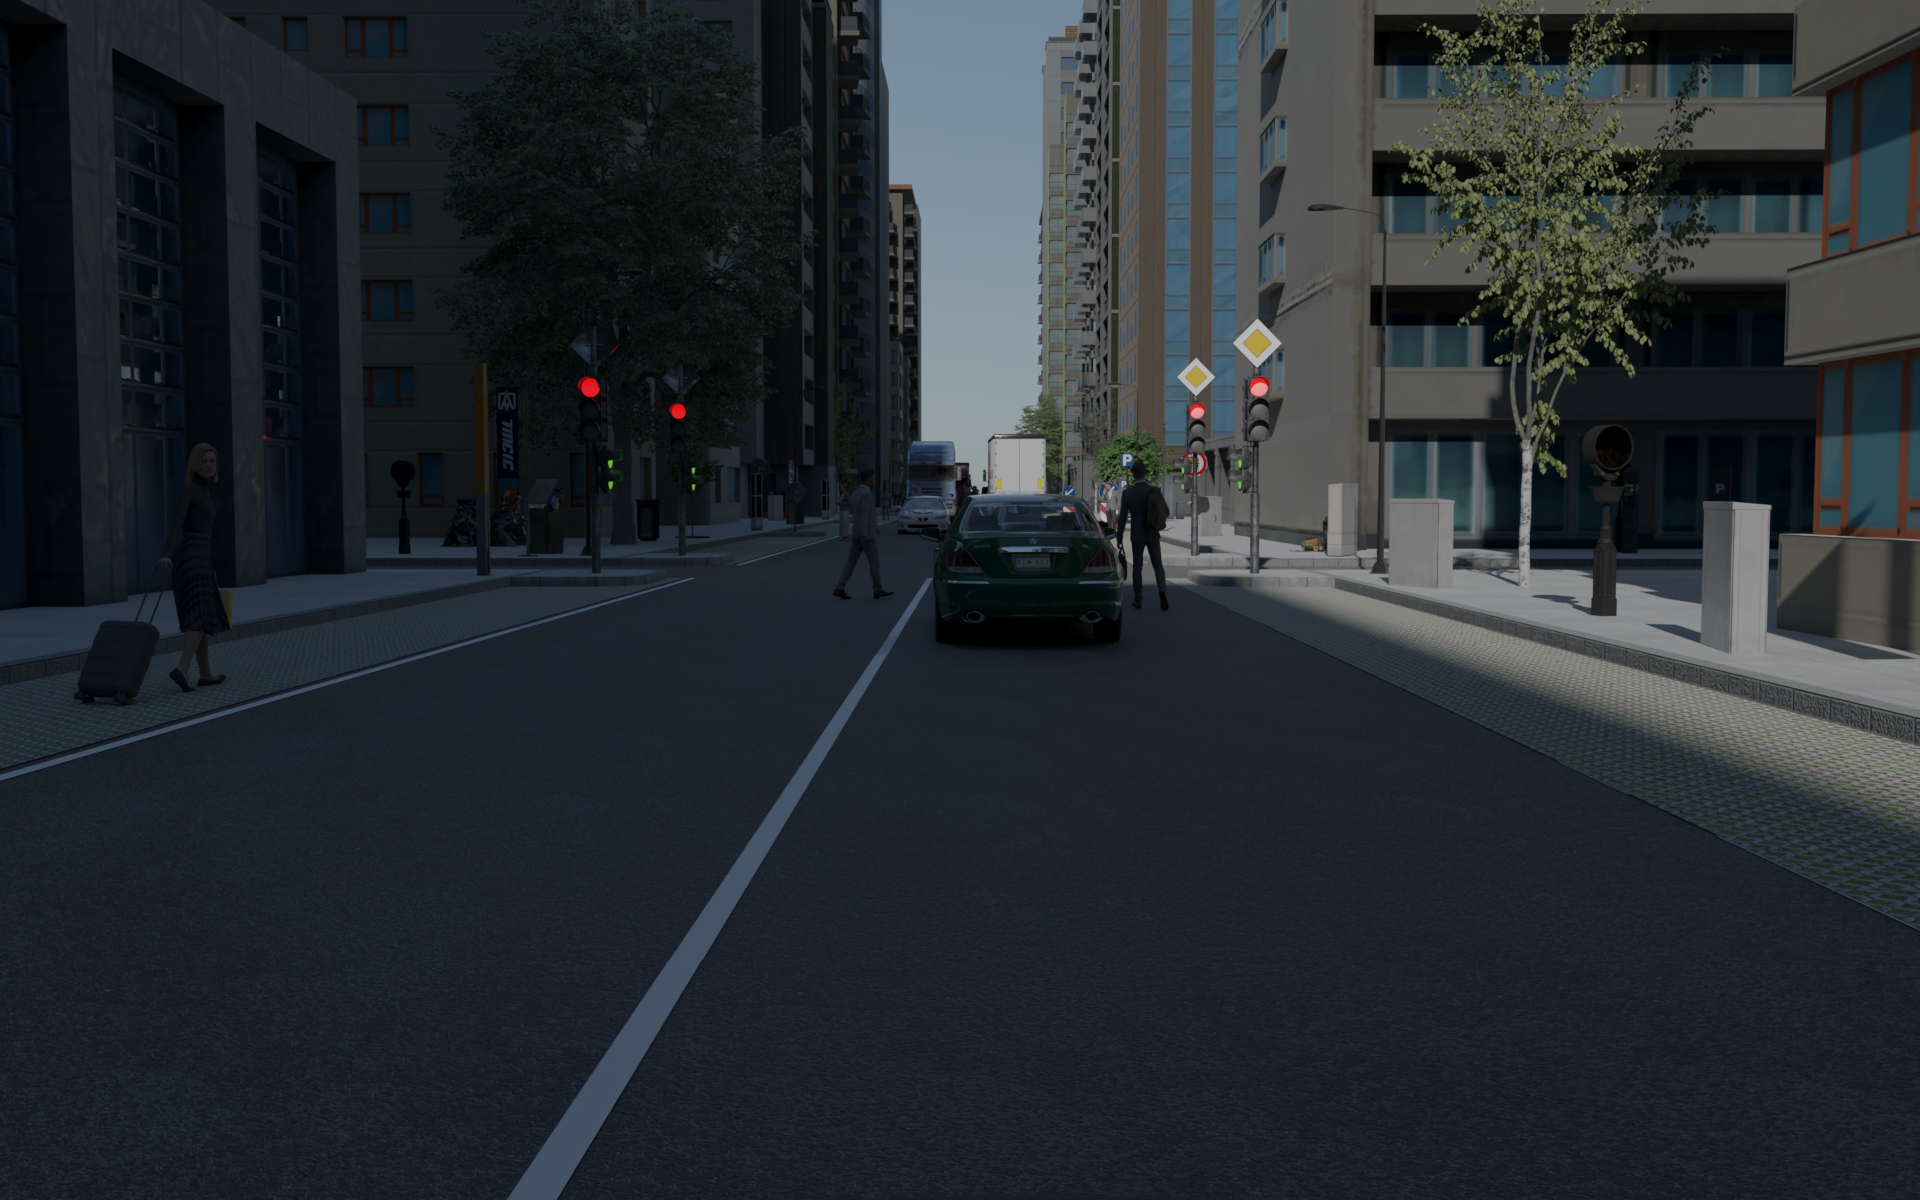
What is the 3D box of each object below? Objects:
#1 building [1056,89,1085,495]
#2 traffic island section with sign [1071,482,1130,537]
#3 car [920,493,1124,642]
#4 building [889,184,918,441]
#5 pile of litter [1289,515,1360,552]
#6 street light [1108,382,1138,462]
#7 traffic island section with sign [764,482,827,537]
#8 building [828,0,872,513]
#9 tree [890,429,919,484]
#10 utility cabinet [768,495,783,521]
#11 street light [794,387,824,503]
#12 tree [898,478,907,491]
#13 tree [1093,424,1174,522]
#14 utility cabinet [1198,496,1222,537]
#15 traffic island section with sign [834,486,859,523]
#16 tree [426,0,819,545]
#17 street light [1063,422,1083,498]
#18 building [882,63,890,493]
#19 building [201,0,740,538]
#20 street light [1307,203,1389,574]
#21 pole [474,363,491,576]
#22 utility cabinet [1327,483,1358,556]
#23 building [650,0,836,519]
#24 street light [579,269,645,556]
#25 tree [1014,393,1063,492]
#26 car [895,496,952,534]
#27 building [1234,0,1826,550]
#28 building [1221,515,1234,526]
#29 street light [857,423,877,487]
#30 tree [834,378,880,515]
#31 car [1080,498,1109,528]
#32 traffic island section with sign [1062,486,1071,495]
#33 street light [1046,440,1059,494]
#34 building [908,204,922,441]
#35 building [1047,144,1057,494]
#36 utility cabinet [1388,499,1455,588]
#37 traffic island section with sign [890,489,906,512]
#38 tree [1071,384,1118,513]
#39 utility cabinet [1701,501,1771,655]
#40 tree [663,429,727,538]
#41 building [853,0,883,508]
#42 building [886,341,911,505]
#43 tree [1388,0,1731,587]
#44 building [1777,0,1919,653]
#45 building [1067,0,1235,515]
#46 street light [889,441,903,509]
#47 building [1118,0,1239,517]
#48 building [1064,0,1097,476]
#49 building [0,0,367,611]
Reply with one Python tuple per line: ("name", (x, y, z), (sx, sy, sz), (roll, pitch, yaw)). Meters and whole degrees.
("building", (17.568, -30.246, 178.110), (14.154, 41.232, 14.086), (0, 4, 1))
("traffic island section with sign", (4.872, -3.054, 58.554), (1.989, 1.847, 2.006), (0, 4, 1))
("car", (0.637, -0.391, 18.197), (2.131, 1.459, 4.920), (0, 4, -1))
("building", (-17.167, -35.713, 238.539), (22.147, 44.769, 28.867), (0, 4, 1))
("pile of litter", (8.176, -1.519, 38.808), (1.719, 0.858, 1.176), (0, 4, -2))
("street light", (6.838, -6.088, 72.082), (1.470, 5.913, 1.316), (0, 4, 1))
("traffic island section with sign", (-5.513, -3.032, 58.206), (1.989, 1.847, 2.006), (0, 4, 1))
("building", (-17.903, -28.778, 125.151), (22.147, 44.769, 28.867), (0, 4, 1))
("tree", (-6.103, -14.571, 188.605), (4.360, 8.622, 3.978), (0, 3, 0))
("utility cabinet", (-8.863, -4.405, 83.182), (0.306, 1.237, 1.020), (1, 4, 22))
("street light", (-6.605, -6.277, 75.165), (1.470, 5.913, 1.316), (0, 4, 1))
("tree", (-6.060, -11.623, 184.635), (1.663, 3.219, 1.824), (0, 3, 0))
("tree", (7.954, -5.818, 78.835), (4.285, 4.588, 4.351), (0, 3, 0))
("utility cabinet", (7.539, -2.532, 52.564), (0.306, 1.237, 1.020), (3, 5, 44))
("traffic island section with sign", (-5.129, -4.681, 85.159), (1.989, 1.847, 2.006), (0, 4, 1))
("tree", (-8.473, -8.385, 43.751), (9.857, 13.997, 8.962), (0, 3, 0))
("street light", (7.306, -8.465, 110.936), (1.470, 5.913, 1.316), (0, 4, 1))
("building", (-14.411, -32.098, 174.909), (14.600, 45.320, 14.200), (0, 4, 1))
("building", (-24.103, -13.424, 64.524), (27.650, 21.520, 28.899), (0, 4, 1))
("street light", (6.240, -3.380, 27.798), (1.470, 5.913, 1.316), (0, 4, 1))
("pole", (-7.495, -2.038, 27.161), (0.158, 3.312, 0.155), (0, 3, 0))
("utility cabinet", (7.928, -1.666, 35.913), (0.318, 1.500, 1.173), (2, 4, 28))
("building", (-14.459, -19.759, 94.762), (14.160, 30.474, 14.107), (0, 4, 1))
("street light", (-7.196, -3.873, 35.858), (1.470, 5.913, 1.316), (0, 4, 1))
("tree", (9.441, -16.852, 193.662), (7.486, 12.596, 7.792), (0, 3, 0))
("car", (-1.314, -3.121, 63.395), (2.083, 1.381, 4.827), (0, 3, 0))
("building", (19.059, -25.981, 48.487), (21.600, 48.544, 21.300), (0, 4, 1))
("building", (21.009, -38.408, 66.222), (20.563, 71.187, 20.611), (0, 4, 1))
("street light", (-6.145, -8.614, 113.372), (1.470, 5.913, 1.316), (0, 4, 1))
("tree", (-7.420, -9.664, 108.361), (4.737, 8.622, 4.395), (0, 3, 0))
("car", (1.163, -0.779, 24.741), (2.014, 1.417, 4.499), (0, 4, 0))
("traffic island section with sign", (5.244, -4.702, 85.507), (1.989, 1.847, 2.006), (0, 4, 1))
("street light", (7.862, -10.745, 148.221), (1.470, 5.913, 1.316), (0, 4, 1))
("building", (-12.949, -37.300, 259.959), (14.600, 45.320, 14.200), (0, 4, 1))
("building", (17.284, -31.895, 205.084), (14.154, 41.232, 14.086), (0, 4, 1))
("utility cabinet", (6.390, -0.786, 24.005), (0.306, 1.237, 1.020), (-2, 4, -26))
("traffic island section with sign", (-4.434, -7.767, 135.622), (1.989, 1.847, 2.006), (0, 4, 1))
("tree", (9.411, -10.191, 116.991), (4.360, 8.622, 3.978), (0, 3, 0))
("utility cabinet", (6.411, -0.194, 14.327), (0.306, 1.237, 1.020), (1, 4, 11))
("tree", (-7.918, -3.420, 50.513), (1.663, 3.219, 1.824), (0, 3, 0))
("building", (-18.188, -37.394, 153.390), (21.231, 58.520, 28.212), (0, 4, 1))
("building", (-20.439, -22.350, 210.462), (27.650, 21.520, 28.899), (0, 4, 1))
("tree", (8.069, -4.489, 23.758), (4.737, 8.622, 4.395), (0, 3, 0))
("building", (21.424, -9.556, 1.279), (27.650, 21.520, 28.899), (0, 4, 1))
("building", (18.846, -42.245, 128.963), (20.563, 71.187, 20.611), (0, 4, 1))
("street light", (-5.662, -10.990, 152.226), (1.470, 5.913, 1.316), (0, 4, 1))
("building", (16.869, -27.649, 102.177), (14.600, 45.320, 14.200), (0, 4, 1))
("building", (21.641, -32.751, 155.088), (23.786, 49.044, 30.456), (0, 4, 1))
("building", (-25.471, -42.962, 15.095), (31.000, 86.520, 22.319), (0, 4, 1))
